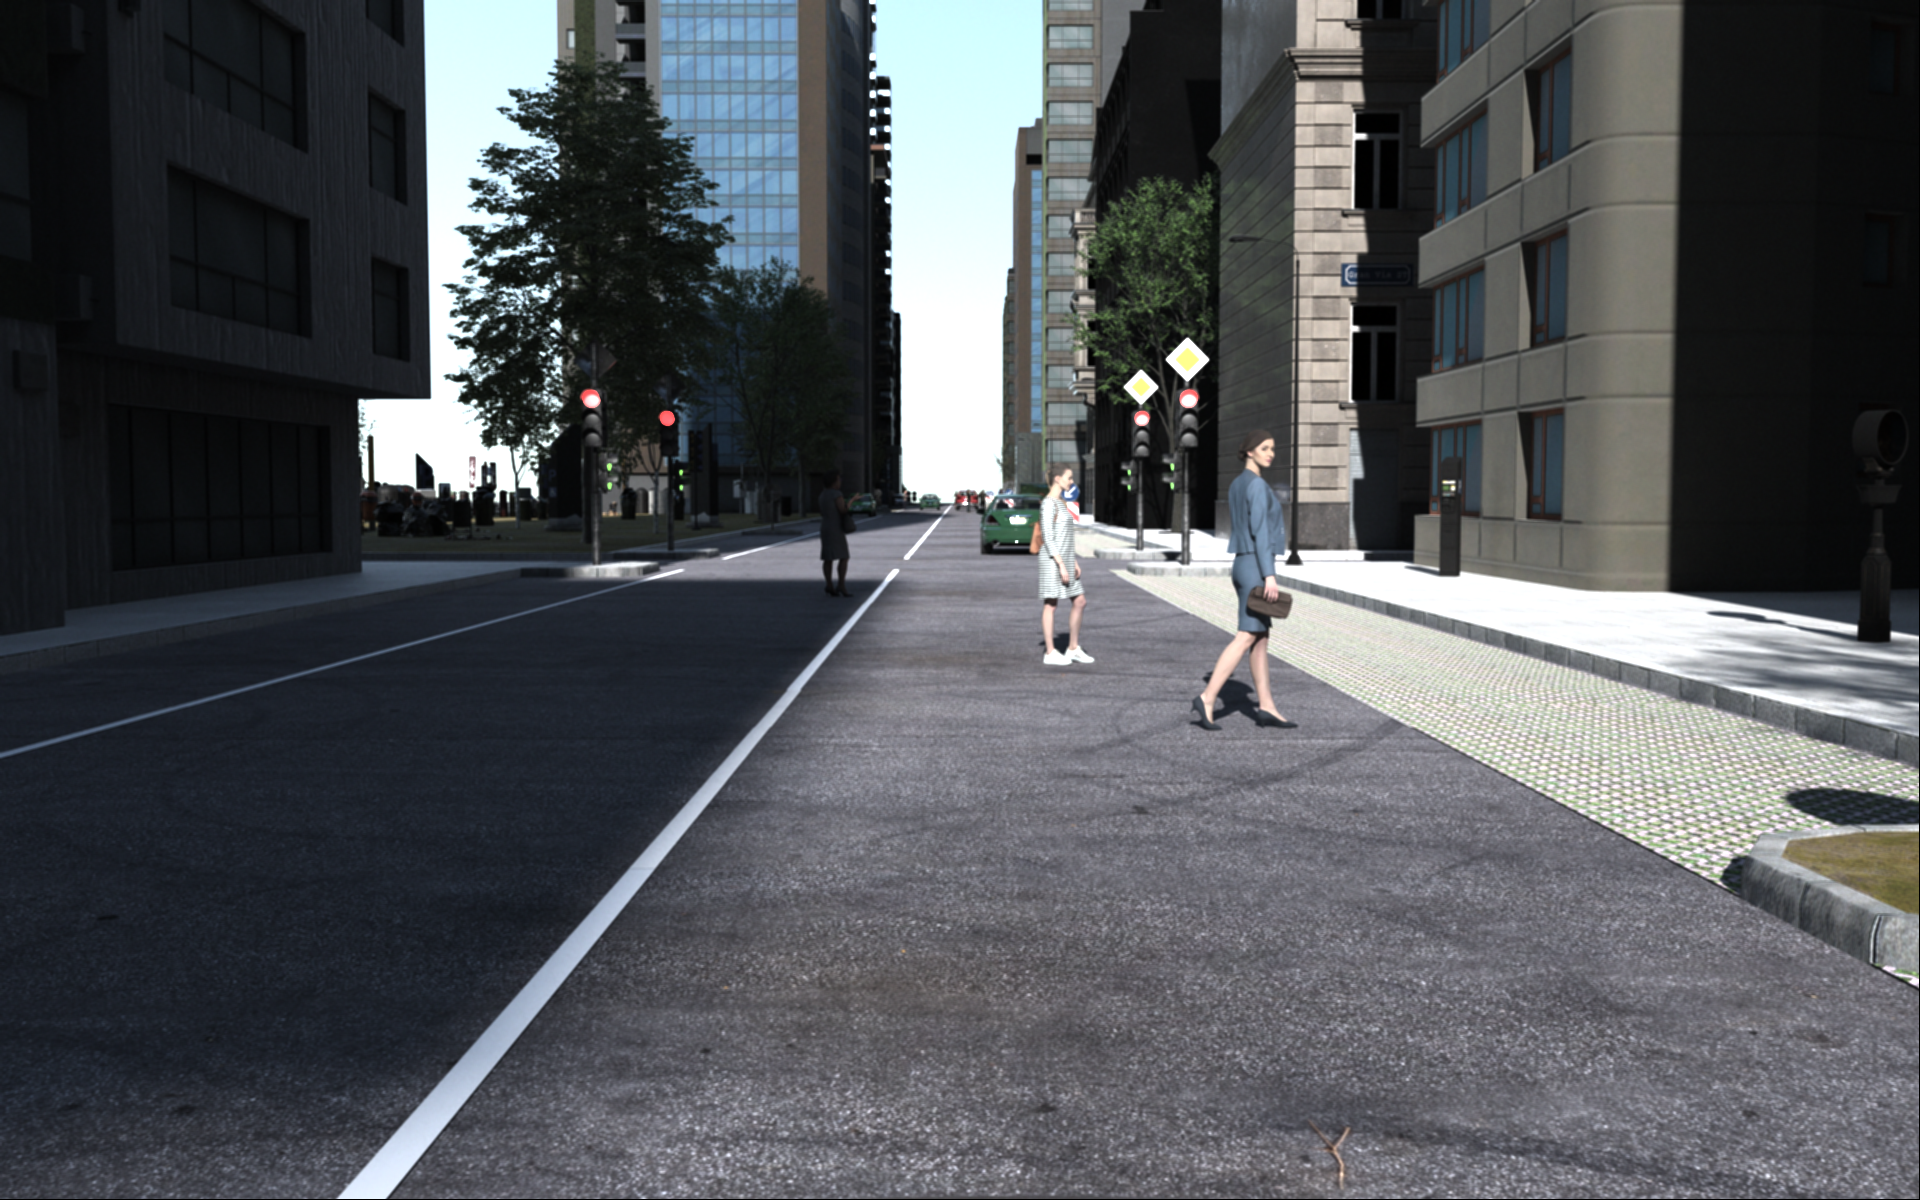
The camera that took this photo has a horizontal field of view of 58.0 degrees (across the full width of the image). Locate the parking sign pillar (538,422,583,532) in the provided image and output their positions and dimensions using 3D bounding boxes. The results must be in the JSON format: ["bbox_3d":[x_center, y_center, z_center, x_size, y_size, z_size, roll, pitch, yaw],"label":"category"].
[{"bbox_3d":[-13.647,-4.366,59.854,1.447,3.967,1.447,2,4,28],"label":"parking sign pillar"}]

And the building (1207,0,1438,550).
[{"bbox_3d":[19.599,-15.104,44.209,25.104,27.353,12.463,0,3,0],"label":"building"}]

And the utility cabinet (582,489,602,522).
[{"bbox_3d":[-16.556,-4.190,77.188,1.173,1.500,0.318,0,4,-7],"label":"utility cabinet"}]

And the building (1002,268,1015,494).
[{"bbox_3d":[12.917,-27.525,221.736,14.160,30.474,14.107,0,3,0],"label":"building"}]

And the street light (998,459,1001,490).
[{"bbox_3d":[5.657,-15.746,229.987,1.470,5.913,1.316,0,3,0],"label":"street light"}]

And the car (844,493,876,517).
[{"bbox_3d":[-6.244,-6.104,108.599,1.959,1.807,4.718,0,4,1],"label":"car"}]

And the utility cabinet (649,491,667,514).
[{"bbox_3d":[-19.092,-6.165,109.477,1.173,1.500,0.318,-3,5,-43],"label":"utility cabinet"}]

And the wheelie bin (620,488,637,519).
[{"bbox_3d":[-16.770,-4.887,87.804,0.693,1.594,0.980,2,4,25],"label":"wheelie bin"}]

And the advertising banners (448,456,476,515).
[{"bbox_3d":[-22.998,-5.130,80.062,2.074,3.025,0.090,3,4,38],"label":"advertising banners"}]

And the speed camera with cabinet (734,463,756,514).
[{"bbox_3d":[-13.659,-7.145,111.163,0.660,3.252,2.038,2,4,34],"label":"speed camera with cabinet"}]

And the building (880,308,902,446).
[{"bbox_3d":[-16.219,-30.182,265.179,14.160,30.474,14.107,0,3,0],"label":"building"}]

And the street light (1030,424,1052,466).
[{"bbox_3d":[5.503,-8.673,114.342,1.470,5.913,1.316,0,3,0],"label":"street light"}]

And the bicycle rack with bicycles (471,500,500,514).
[{"bbox_3d":[-29.870,-5.860,109.190,2.925,0.926,2.852,-2,4,-31],"label":"bicycle rack with bicycles"}]

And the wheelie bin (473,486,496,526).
[{"bbox_3d":[-19.227,-3.799,70.028,0.980,1.594,0.693,0,4,7],"label":"wheelie bin"}]

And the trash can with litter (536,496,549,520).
[{"bbox_3d":[-20.677,-4.600,86.593,1.055,1.170,0.624,1,4,21],"label":"trash can with litter"}]

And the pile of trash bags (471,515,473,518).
[{"bbox_3d":[-27.373,-5.015,91.749,3.447,1.369,1.912,3,5,42],"label":"pile of trash bags"}]

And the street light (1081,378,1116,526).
[{"bbox_3d":[5.540,-5.916,69.270,1.470,5.913,1.316,0,3,0],"label":"street light"}]

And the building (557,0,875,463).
[{"bbox_3d":[-23.307,-35.618,171.588,28.713,52.752,27.495,0,3,0],"label":"building"}]

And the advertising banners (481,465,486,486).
[{"bbox_3d":[-29.066,-6.583,103.813,0.090,3.025,2.074,2,4,32],"label":"advertising banners"}]

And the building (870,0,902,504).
[{"bbox_3d":[-19.087,-56.776,240.958,22.319,86.520,31.000,0,3,0],"label":"building"}]

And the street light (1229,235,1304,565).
[{"bbox_3d":[5.513,-3.588,31.198,1.470,5.913,1.316,0,3,0],"label":"street light"}]

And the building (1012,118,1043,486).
[{"bbox_3d":[13.613,-34.052,206.868,14.600,45.320,14.200,0,3,0],"label":"building"}]

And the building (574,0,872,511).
[{"bbox_3d":[-18.602,-36.772,143.219,21.231,58.520,28.212,0,3,0],"label":"building"}]

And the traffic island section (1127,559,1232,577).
[{"bbox_3d":[4.100,-0.553,31.326,2.009,0.180,2.903,0,3,0],"label":"traffic island section"}]

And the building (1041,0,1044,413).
[{"bbox_3d":[20.823,-33.953,144.370,28.713,52.752,27.495,0,3,0],"label":"building"}]

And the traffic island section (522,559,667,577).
[{"bbox_3d":[-6.592,-0.554,31.337,2.009,0.180,2.903,0,3,0],"label":"traffic island section"}]

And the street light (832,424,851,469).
[{"bbox_3d":[-7.939,-8.752,115.636,1.470,5.913,1.316,0,3,0],"label":"street light"}]

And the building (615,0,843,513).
[{"bbox_3d":[-15.765,-28.889,122.453,14.600,45.320,14.200,0,3,0],"label":"building"}]

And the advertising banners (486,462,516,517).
[{"bbox_3d":[-25.159,-6.065,95.349,0.090,3.025,2.074,2,4,28],"label":"advertising banners"}]

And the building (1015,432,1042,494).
[{"bbox_3d":[17.220,-52.632,173.206,22.319,86.520,31.000,0,3,0],"label":"building"}]

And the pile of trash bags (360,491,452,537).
[{"bbox_3d":[-17.252,-2.659,53.223,3.447,1.369,1.912,2,4,32],"label":"pile of trash bags"}]

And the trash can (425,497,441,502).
[{"bbox_3d":[-23.845,-4.080,78.369,0.748,1.137,0.748,0,3,0],"label":"trash can"}]

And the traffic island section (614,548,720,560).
[{"bbox_3d":[-6.587,-1.042,39.322,2.009,0.180,2.903,0,3,0],"label":"traffic island section"}]

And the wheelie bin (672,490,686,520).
[{"bbox_3d":[-13.967,-4.746,85.497,0.693,1.594,0.980,-3,4,-37],"label":"wheelie bin"}]

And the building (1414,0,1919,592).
[{"bbox_3d":[22.101,-10.489,16.534,27.650,21.520,28.899,0,3,0],"label":"building"}]

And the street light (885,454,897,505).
[{"bbox_3d":[-7.954,-13.837,198.780,1.470,5.913,1.316,0,3,0],"label":"street light"}]

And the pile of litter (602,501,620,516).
[{"bbox_3d":[-20.974,-5.491,103.742,1.176,0.858,1.719,-2,4,-26],"label":"pile of litter"}]

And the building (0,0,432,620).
[{"bbox_3d":[-15.828,-15.459,24.459,14.107,30.474,14.160,0,3,0],"label":"building"}]

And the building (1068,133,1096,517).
[{"bbox_3d":[13.348,-16.947,96.166,14.460,24.649,34.723,0,3,0],"label":"building"}]

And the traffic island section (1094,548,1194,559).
[{"bbox_3d":[4.104,-1.042,39.311,2.009,0.180,2.903,0,3,0],"label":"traffic island section"}]

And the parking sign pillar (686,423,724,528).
[{"bbox_3d":[-9.807,-4.767,66.411,1.447,3.967,1.447,-3,5,-42],"label":"parking sign pillar"}]

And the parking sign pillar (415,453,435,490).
[{"bbox_3d":[-35.149,-7.668,113.845,1.447,3.967,1.447,2,4,24],"label":"parking sign pillar"}]

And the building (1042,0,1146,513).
[{"bbox_3d":[12.880,-26.927,123.857,14.154,41.232,14.086,0,3,0],"label":"building"}]

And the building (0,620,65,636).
[{"bbox_3d":[-15.689,-14.513,8.994,14.160,30.474,14.107,0,3,0],"label":"building"}]

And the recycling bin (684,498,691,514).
[{"bbox_3d":[-17.670,-6.021,110.990,0.722,1.027,0.722,-1,4,-17],"label":"recycling bin"}]

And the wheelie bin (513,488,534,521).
[{"bbox_3d":[-21.140,-4.651,83.956,0.980,1.594,0.693,-1,4,-13],"label":"wheelie bin"}]

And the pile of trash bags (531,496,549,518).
[{"bbox_3d":[-23.385,-5.559,100.638,1.912,1.369,3.447,-3,4,-38],"label":"pile of trash bags"}]

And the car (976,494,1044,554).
[{"bbox_3d":[1.447,-1.881,42.558,2.131,1.459,4.920,0,4,2],"label":"car"}]

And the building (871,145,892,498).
[{"bbox_3d":[-19.807,-34.112,212.355,22.147,44.769,28.867,0,3,0],"label":"building"}]

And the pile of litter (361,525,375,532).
[{"bbox_3d":[-20.544,-2.722,58.467,1.719,0.858,1.176,2,4,34],"label":"pile of litter"}]

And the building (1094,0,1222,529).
[{"bbox_3d":[12.260,-14.715,70.261,12.332,23.373,15.834,0,3,0],"label":"building"}]

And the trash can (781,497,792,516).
[{"bbox_3d":[-10.103,-5.444,100.654,0.748,1.137,0.748,0,3,0],"label":"trash can"}]

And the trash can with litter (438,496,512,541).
[{"bbox_3d":[-13.650,-2.316,48.924,2.233,1.210,1.678,-3,4,-36],"label":"trash can with litter"}]

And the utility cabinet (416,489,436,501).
[{"bbox_3d":[-25.563,-4.544,82.970,0.318,1.500,1.173,1,4,20],"label":"utility cabinet"}]
